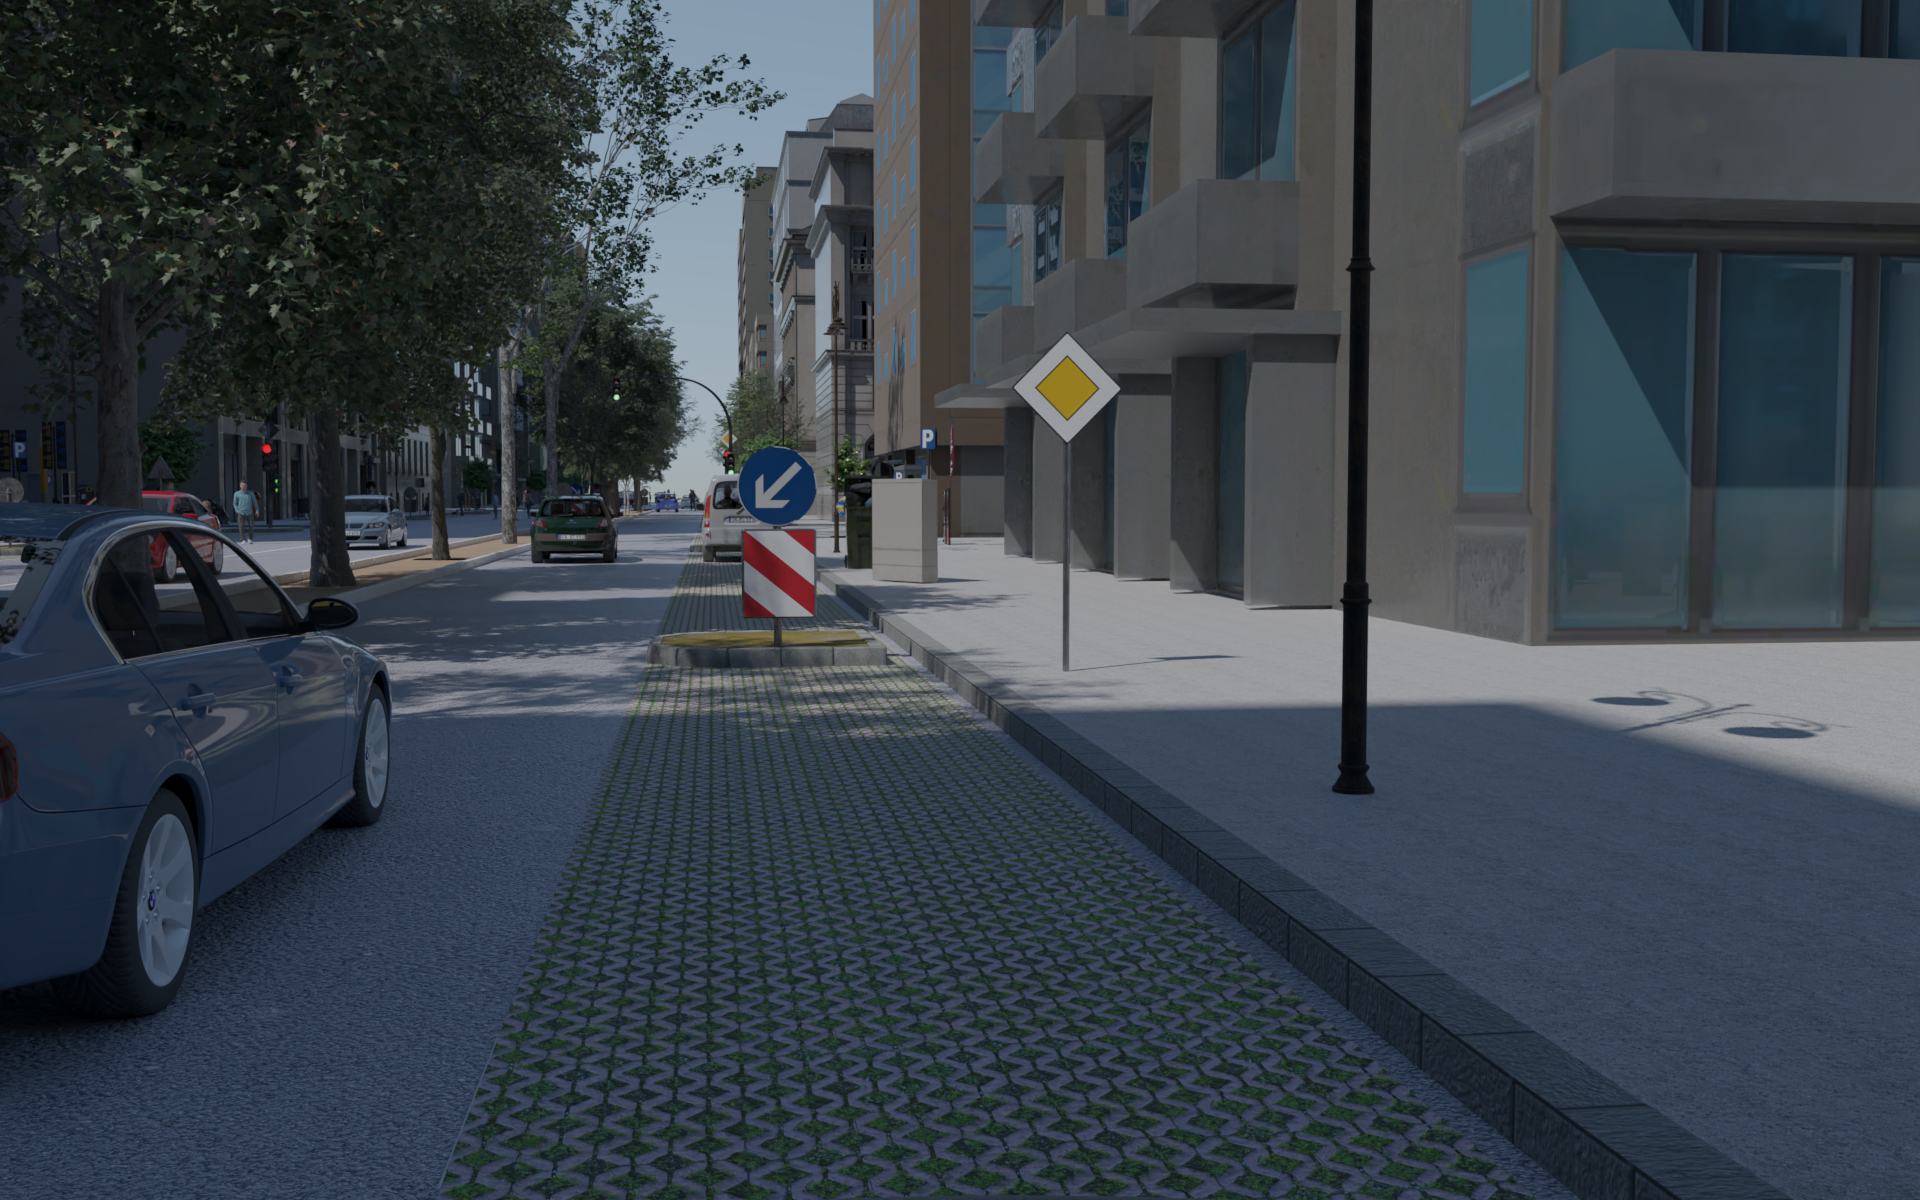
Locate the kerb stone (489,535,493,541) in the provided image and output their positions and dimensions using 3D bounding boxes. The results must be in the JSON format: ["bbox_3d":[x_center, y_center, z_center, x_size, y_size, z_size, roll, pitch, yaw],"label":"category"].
[{"bbox_3d":[-14.387,-1.859,52.592,0.120,0.150,1.000,-1,4,-8],"label":"kerb stone"}]

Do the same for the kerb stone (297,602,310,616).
[{"bbox_3d":[-7.640,0.109,20.414,0.120,0.150,1.000,-1,4,-8],"label":"kerb stone"}]

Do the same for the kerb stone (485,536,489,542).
[{"bbox_3d":[-14.240,-1.797,51.580,0.120,0.150,1.000,-1,4,-8],"label":"kerb stone"}]

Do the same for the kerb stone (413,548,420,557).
[{"bbox_3d":[-12.487,-1.052,39.394,0.120,0.150,1.000,-1,4,-8],"label":"kerb stone"}]

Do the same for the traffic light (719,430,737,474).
[{"bbox_3d":[-10.126,-5.306,75.673,0.839,4.253,0.868,-1,4,-8],"label":"traffic light"}]

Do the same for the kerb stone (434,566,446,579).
[{"bbox_3d":[-8.961,-0.451,29.567,0.120,0.150,1.000,-1,4,-8],"label":"kerb stone"}]

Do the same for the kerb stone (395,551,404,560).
[{"bbox_3d":[-12.197,-0.921,37.359,0.120,0.150,1.000,-1,4,-8],"label":"kerb stone"}]

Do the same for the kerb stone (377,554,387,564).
[{"bbox_3d":[-11.899,-0.803,35.327,0.120,0.150,1.000,-1,4,-8],"label":"kerb stone"}]

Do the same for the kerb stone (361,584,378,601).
[{"bbox_3d":[-8.087,-0.077,23.475,0.120,0.150,1.000,-1,4,-8],"label":"kerb stone"}]

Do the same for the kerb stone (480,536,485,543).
[{"bbox_3d":[-14.084,-1.735,50.570,0.120,0.150,1.000,-1,4,-8],"label":"kerb stone"}]

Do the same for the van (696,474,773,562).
[{"bbox_3d":[-4.749,-1.875,37.675,2.013,2.044,4.112,0,4,-7],"label":"van"}]

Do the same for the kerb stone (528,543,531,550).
[{"bbox_3d":[-10.991,-1.316,43.765,0.120,0.150,1.000,-1,4,-8],"label":"kerb stone"}]

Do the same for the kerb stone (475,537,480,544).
[{"bbox_3d":[-13.942,-1.673,49.552,0.120,0.150,1.000,-1,4,-8],"label":"kerb stone"}]

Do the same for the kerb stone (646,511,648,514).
[{"bbox_3d":[-21.970,-6.005,120.380,0.120,0.150,1.000,-1,4,-8],"label":"kerb stone"}]

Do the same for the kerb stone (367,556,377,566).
[{"bbox_3d":[-11.762,-0.741,34.308,0.120,0.150,1.000,-1,4,-8],"label":"kerb stone"}]

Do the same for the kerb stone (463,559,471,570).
[{"bbox_3d":[-9.391,-0.637,32.612,0.120,0.150,1.000,-1,4,-8],"label":"kerb stone"}]

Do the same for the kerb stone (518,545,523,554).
[{"bbox_3d":[-10.702,-1.195,41.738,0.120,0.150,1.000,-1,4,-8],"label":"kerb stone"}]

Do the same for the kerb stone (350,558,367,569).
[{"bbox_3d":[-11.608,-0.677,33.291,0.120,0.150,1.000,-1,4,-8],"label":"kerb stone"}]

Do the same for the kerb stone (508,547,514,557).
[{"bbox_3d":[-10.410,-1.071,39.714,0.120,0.150,1.000,-1,4,-8],"label":"kerb stone"}]

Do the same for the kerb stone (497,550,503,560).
[{"bbox_3d":[-10.125,-0.947,37.683,0.120,0.150,1.000,-1,4,-8],"label":"kerb stone"}]

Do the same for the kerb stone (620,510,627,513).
[{"bbox_3d":[-26.087,-6.858,134.316,0.120,0.150,1.000,-1,4,-8],"label":"kerb stone"}]

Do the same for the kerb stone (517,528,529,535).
[{"bbox_3d":[-15.835,-2.480,62.739,0.120,0.150,1.000,-1,4,-8],"label":"kerb stone"}]

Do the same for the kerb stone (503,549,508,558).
[{"bbox_3d":[-10.267,-1.010,38.701,0.120,0.150,1.000,-1,4,-8],"label":"kerb stone"}]

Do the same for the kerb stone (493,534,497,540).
[{"bbox_3d":[-14.525,-1.920,53.605,0.120,0.150,1.000,-1,4,-8],"label":"kerb stone"}]

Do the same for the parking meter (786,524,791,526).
[{"bbox_3d":[-6.905,-3.867,68.941,0.255,1.863,0.399,0,4,6],"label":"parking meter"}]

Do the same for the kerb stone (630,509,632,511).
[{"bbox_3d":[-27.548,-7.478,144.467,0.120,0.150,1.000,-1,4,-8],"label":"kerb stone"}]

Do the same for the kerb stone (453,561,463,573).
[{"bbox_3d":[-9.248,-0.575,31.600,0.120,0.150,1.000,-1,4,-8],"label":"kerb stone"}]

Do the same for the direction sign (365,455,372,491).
[{"bbox_3d":[-34.262,-6.630,100.403,0.379,3.537,0.876,0,4,6],"label":"direction sign"}]

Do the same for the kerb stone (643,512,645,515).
[{"bbox_3d":[-21.234,-5.694,115.305,0.120,0.150,1.000,-1,4,-8],"label":"kerb stone"}]

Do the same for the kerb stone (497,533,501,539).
[{"bbox_3d":[-14.665,-1.983,54.618,0.120,0.150,1.000,-1,4,-8],"label":"kerb stone"}]

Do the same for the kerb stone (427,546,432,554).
[{"bbox_3d":[-12.778,-1.176,41.429,0.120,0.150,1.000,-1,4,-8],"label":"kerb stone"}]

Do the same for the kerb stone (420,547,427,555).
[{"bbox_3d":[-12.639,-1.113,40.410,0.120,0.150,1.000,-1,4,-8],"label":"kerb stone"}]

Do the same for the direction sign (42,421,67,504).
[{"bbox_3d":[-28.247,-3.797,54.079,0.876,3.537,0.379,1,4,16],"label":"direction sign"}]

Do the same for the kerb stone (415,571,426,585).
[{"bbox_3d":[-8.674,-0.327,27.540,0.120,0.150,1.000,-1,4,-8],"label":"kerb stone"}]

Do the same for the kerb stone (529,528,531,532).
[{"bbox_3d":[-15.983,-2.537,63.755,0.120,0.150,1.000,-1,4,-8],"label":"kerb stone"}]

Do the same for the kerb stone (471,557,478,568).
[{"bbox_3d":[-9.545,-0.699,33.628,0.120,0.150,1.000,-1,4,-8],"label":"kerb stone"}]

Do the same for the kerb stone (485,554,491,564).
[{"bbox_3d":[-9.832,-0.823,35.653,0.120,0.150,1.000,-1,4,-8],"label":"kerb stone"}]

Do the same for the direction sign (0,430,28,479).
[{"bbox_3d":[-33.302,-4.218,60.964,0.876,3.537,0.379,-1,4,-20],"label":"direction sign"}]

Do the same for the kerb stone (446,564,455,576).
[{"bbox_3d":[-9.102,-0.507,30.583,0.120,0.150,1.000,-1,4,-8],"label":"kerb stone"}]

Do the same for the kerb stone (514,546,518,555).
[{"bbox_3d":[-10.563,-1.128,40.725,0.120,0.150,1.000,-1,4,-8],"label":"kerb stone"}]

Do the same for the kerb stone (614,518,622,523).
[{"bbox_3d":[-17.173,-3.951,86.887,0.120,0.150,1.000,-1,4,-8],"label":"kerb stone"}]

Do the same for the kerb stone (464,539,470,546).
[{"bbox_3d":[-13.654,-1.547,47.520,0.120,0.150,1.000,-1,4,-8],"label":"kerb stone"}]

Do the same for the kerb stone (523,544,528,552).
[{"bbox_3d":[-10.845,-1.257,42.753,0.120,0.150,1.000,-1,4,-8],"label":"kerb stone"}]

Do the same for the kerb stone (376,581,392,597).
[{"bbox_3d":[-8.229,-0.140,24.488,0.120,0.150,1.000,-1,4,-8],"label":"kerb stone"}]

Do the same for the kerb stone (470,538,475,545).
[{"bbox_3d":[-13.805,-1.607,48.538,0.120,0.150,1.000,-1,4,-8],"label":"kerb stone"}]

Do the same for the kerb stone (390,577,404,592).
[{"bbox_3d":[-8.375,-0.202,25.503,0.120,0.150,1.000,-1,4,-8],"label":"kerb stone"}]

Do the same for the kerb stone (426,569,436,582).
[{"bbox_3d":[-8.823,-0.389,28.551,0.120,0.150,1.000,-1,4,-8],"label":"kerb stone"}]

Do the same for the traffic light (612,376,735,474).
[{"bbox_3d":[-11.051,-5.668,67.332,4.771,5.953,1.251,-1,4,-8],"label":"traffic light"}]

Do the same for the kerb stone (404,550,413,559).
[{"bbox_3d":[-12.333,-0.990,38.378,0.120,0.150,1.000,-1,4,-8],"label":"kerb stone"}]

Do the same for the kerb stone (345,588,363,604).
[{"bbox_3d":[-7.941,-0.016,22.450,0.120,0.150,1.000,-1,4,-8],"label":"kerb stone"}]

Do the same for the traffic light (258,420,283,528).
[{"bbox_3d":[-26.029,-4.673,65.320,0.839,4.253,0.868,-1,4,-8],"label":"traffic light"}]

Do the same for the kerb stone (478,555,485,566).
[{"bbox_3d":[-9.680,-0.761,34.642,0.120,0.150,1.000,-1,4,-8],"label":"kerb stone"}]

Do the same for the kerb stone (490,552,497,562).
[{"bbox_3d":[-9.981,-0.880,36.664,0.120,0.150,1.000,-1,4,-8],"label":"kerb stone"}]

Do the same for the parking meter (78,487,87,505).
[{"bbox_3d":[-30.621,-3.175,60.317,0.372,1.533,0.369,0,3,0],"label":"parking meter"}]

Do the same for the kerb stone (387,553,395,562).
[{"bbox_3d":[-12.057,-0.865,36.346,0.120,0.150,1.000,-1,4,-8],"label":"kerb stone"}]

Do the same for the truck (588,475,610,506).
[{"bbox_3d":[-43.330,-13.475,209.236,2.839,4.237,11.283,-1,4,-10],"label":"truck"}]

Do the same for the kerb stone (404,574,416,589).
[{"bbox_3d":[-8.522,-0.262,26.529,0.120,0.150,1.000,-1,4,-8],"label":"kerb stone"}]

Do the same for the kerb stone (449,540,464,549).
[{"bbox_3d":[-13.510,-1.482,46.509,0.120,0.150,1.000,-1,4,-8],"label":"kerb stone"}]

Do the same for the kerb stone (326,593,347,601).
[{"bbox_3d":[-7.792,0.047,21.434,0.120,0.150,1.000,-1,4,-8],"label":"kerb stone"}]
